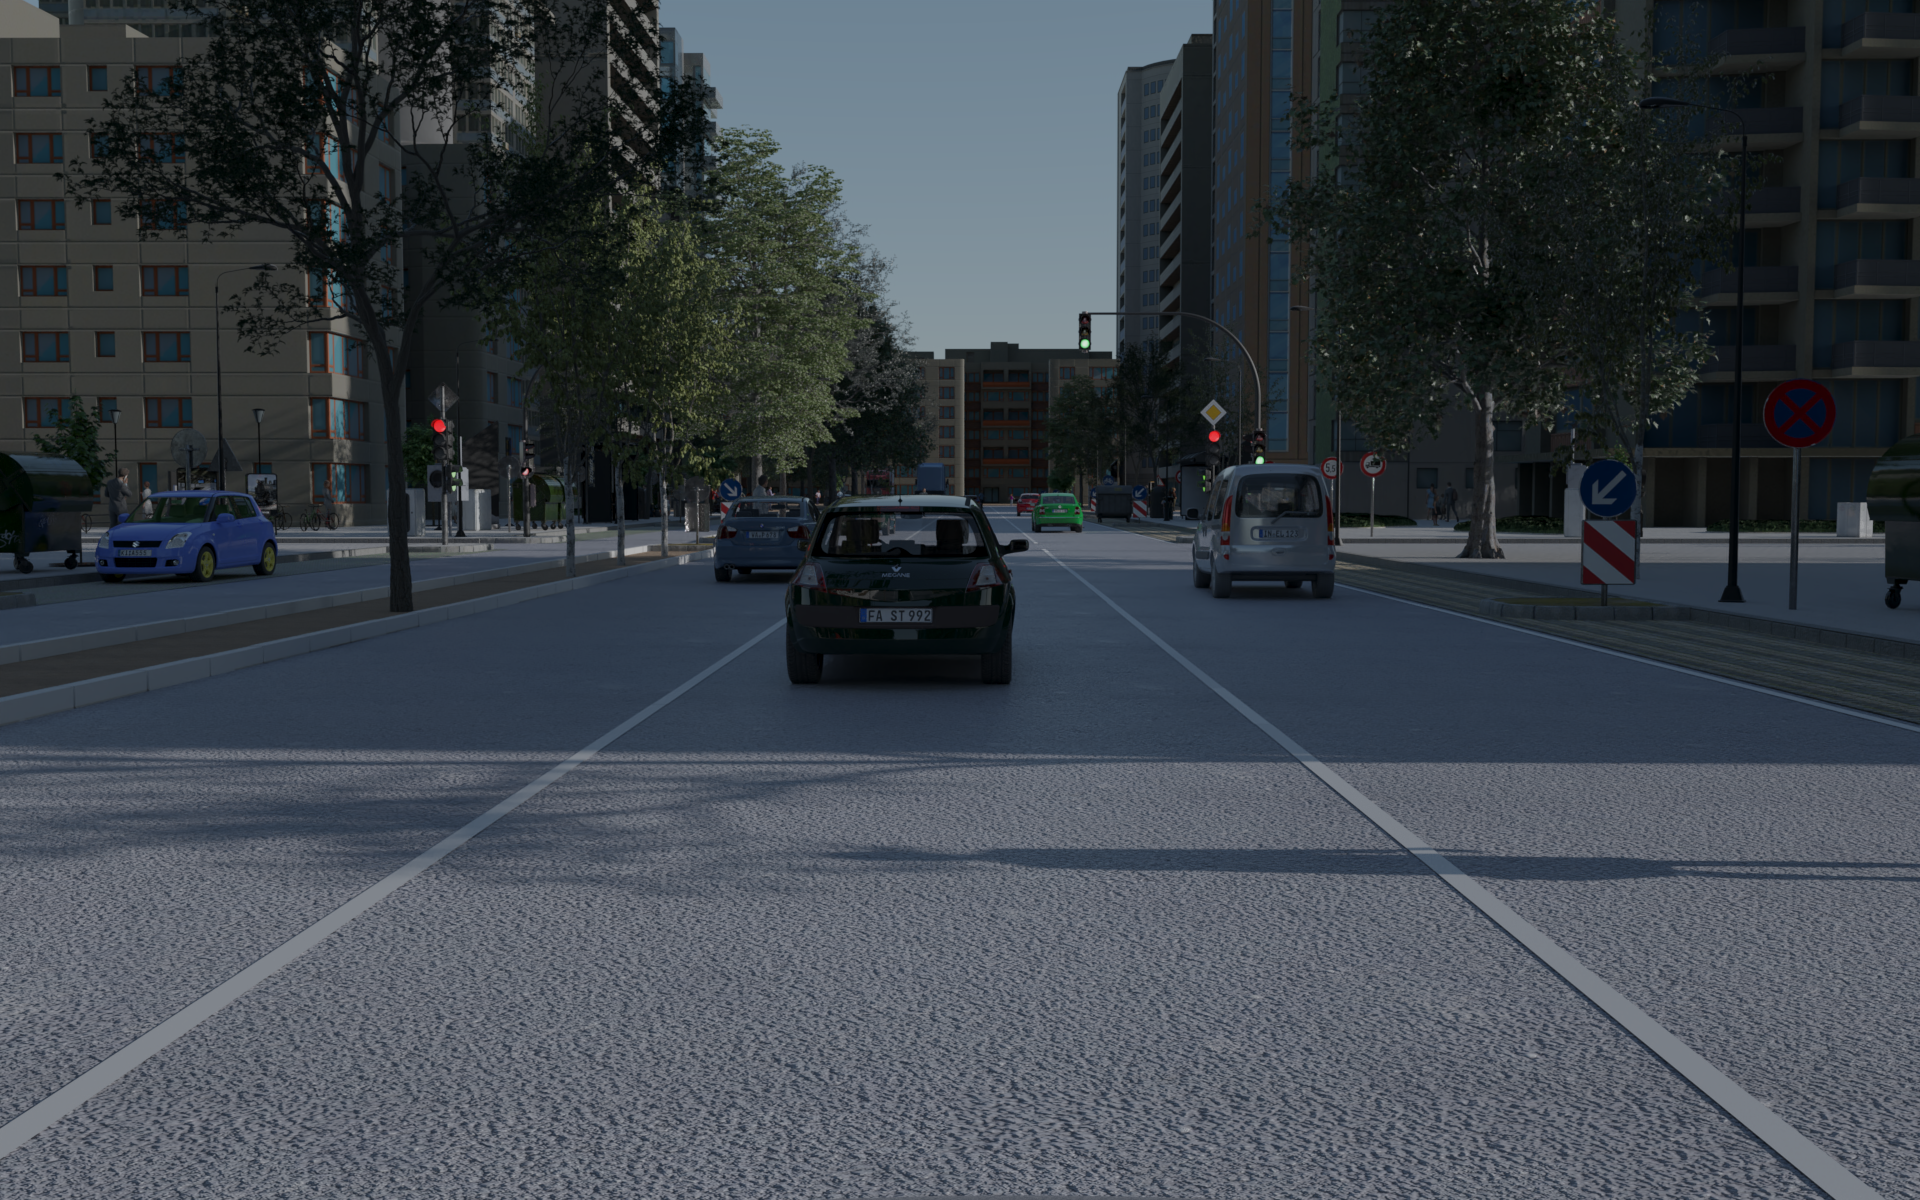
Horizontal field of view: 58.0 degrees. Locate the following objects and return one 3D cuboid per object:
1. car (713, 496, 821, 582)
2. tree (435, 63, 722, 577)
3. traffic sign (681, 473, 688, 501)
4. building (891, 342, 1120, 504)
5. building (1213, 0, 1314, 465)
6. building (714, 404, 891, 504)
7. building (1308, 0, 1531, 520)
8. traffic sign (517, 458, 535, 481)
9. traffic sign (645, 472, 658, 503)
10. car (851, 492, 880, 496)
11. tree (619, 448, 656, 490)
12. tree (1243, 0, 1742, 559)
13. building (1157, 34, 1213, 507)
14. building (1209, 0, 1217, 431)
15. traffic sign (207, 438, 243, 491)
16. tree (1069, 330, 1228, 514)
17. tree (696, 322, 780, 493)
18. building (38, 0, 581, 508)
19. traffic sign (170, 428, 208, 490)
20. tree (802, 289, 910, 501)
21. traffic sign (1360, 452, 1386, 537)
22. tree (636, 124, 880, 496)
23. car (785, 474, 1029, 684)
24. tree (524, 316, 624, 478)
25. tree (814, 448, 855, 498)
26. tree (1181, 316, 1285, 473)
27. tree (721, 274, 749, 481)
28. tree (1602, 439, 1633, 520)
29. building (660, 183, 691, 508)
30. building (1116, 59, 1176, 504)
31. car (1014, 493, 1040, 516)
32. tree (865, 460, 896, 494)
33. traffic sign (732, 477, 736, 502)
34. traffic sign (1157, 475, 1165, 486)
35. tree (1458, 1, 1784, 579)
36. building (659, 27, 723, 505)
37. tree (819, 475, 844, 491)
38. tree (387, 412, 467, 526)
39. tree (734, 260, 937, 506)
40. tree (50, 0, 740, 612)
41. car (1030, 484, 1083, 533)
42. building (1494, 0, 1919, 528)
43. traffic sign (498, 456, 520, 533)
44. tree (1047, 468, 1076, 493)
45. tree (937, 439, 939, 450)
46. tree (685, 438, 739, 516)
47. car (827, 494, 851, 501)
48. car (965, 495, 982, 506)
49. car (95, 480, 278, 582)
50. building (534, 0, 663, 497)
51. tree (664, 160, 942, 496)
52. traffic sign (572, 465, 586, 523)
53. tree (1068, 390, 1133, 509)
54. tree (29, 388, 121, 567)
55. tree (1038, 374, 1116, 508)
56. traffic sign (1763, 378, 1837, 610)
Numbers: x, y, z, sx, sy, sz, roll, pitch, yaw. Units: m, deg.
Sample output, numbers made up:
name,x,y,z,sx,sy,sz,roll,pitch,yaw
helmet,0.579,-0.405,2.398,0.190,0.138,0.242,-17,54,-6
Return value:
name,x,y,z,sx,sy,sz,roll,pitch,yaw
car,-3.131,-1.076,29.601,2.014,1.417,4.499,0,4,0
tree,-6.650,-4.677,29.283,4.737,8.622,4.395,0,3,0
traffic sign,-16.785,-6.444,105.458,0.768,2.556,0.104,0,4,6
building,6.101,-23.877,235.430,28.899,21.520,27.650,0,4,0
building,28.851,-30.061,141.600,14.600,45.320,14.200,0,4,0
building,-22.802,-23.851,234.995,28.899,21.520,27.650,0,4,0
building,25.910,-25.017,92.620,14.154,41.232,14.086,0,4,0
traffic sign,-14.894,-3.613,59.181,0.768,2.556,0.104,1,4,9
traffic sign,-17.494,-6.000,98.212,0.768,2.556,0.104,0,4,2
car,-3.233,-3.141,61.138,2.009,1.686,4.222,0,4,2
tree,-22.228,-8.216,118.047,4.285,4.588,4.351,0,3,0
tree,10.509,-7.188,34.526,9.611,12.733,9.660,0,3,0
building,32.424,-34.026,180.028,21.300,48.544,21.600,0,4,0
building,32.401,-44.038,158.270,20.563,71.187,20.611,0,4,0
traffic sign,-17.065,-2.459,40.207,0.884,2.594,0.081,1,4,9
tree,11.181,-9.978,97.560,8.767,10.594,7.601,1,4,14
tree,-15.210,-13.383,125.470,9.857,13.997,8.962,0,3,0
building,-41.605,-25.832,114.231,32.217,40.220,23.993,0,4,0
traffic sign,-14.989,-2.053,33.670,0.768,2.556,0.104,0,4,8
tree,-6.250,-8.351,73.411,8.767,10.594,7.601,0,4,0
traffic sign,12.353,-3.166,51.872,0.768,2.556,0.104,0,4,6
tree,-6.377,-8.138,53.634,7.486,12.596,7.792,0,3,0
car,-0.419,-0.286,14.459,2.009,1.686,4.222,0,4,1
tree,-15.278,-7.201,68.093,4.360,8.622,3.978,0,3,0
tree,-6.229,-8.540,92.454,4.360,8.622,3.978,0,3,0
tree,11.021,-7.413,71.571,4.360,8.622,3.978,0,3,0
tree,-6.730,-4.972,34.112,4.737,8.622,4.395,0,3,0
tree,23.122,-4.057,60.941,1.663,3.219,1.824,0,3,0
building,-32.533,-23.508,156.055,14.160,30.474,14.107,0,4,0
building,35.635,-42.129,230.808,28.212,58.520,21.231,0,4,0
car,4.580,-6.314,112.268,2.155,1.783,4.494,0,4,2
tree,-5.996,-10.156,118.872,4.737,8.622,4.395,0,3,0
traffic sign,-15.528,-7.249,118.520,0.884,2.594,0.081,0,4,2
traffic sign,13.224,-7.067,115.555,0.884,2.594,0.081,0,4,4
tree,10.017,-4.630,26.057,4.360,8.622,3.978,0,3,0
building,-40.258,-34.219,179.089,30.456,49.044,23.786,0,4,0
tree,-14.877,-13.094,197.807,4.285,4.588,4.351,0,3,0
tree,-21.174,-5.238,69.357,4.285,4.588,4.351,0,3,0
tree,-6.180,-10.047,83.741,9.611,12.733,9.660,0,3,0
tree,-6.745,-5.147,21.028,8.767,10.594,7.601,0,4,0
car,3.652,-3.478,65.658,1.959,1.807,4.718,0,3,0
building,38.854,-25.672,74.354,28.867,44.769,22.147,0,4,0
traffic sign,-15.024,-3.521,57.680,0.768,2.556,0.104,0,4,4
tree,11.690,-13.190,199.366,4.285,4.588,4.351,0,3,0
tree,-6.075,-11.005,99.401,9.611,12.733,9.660,0,3,0
tree,-14.518,-7.163,100.837,4.285,4.588,4.351,0,3,0
car,-8.298,-6.731,122.059,2.014,1.417,4.499,0,4,1
car,0.842,-7.923,142.116,1.945,1.354,3.894,0,4,-1
car,-12.943,-1.190,29.044,1.945,1.707,3.694,0,4,1
building,-36.228,-31.406,137.192,21.300,48.544,21.600,0,4,0
tree,-6.520,-9.212,63.436,12.009,13.543,11.850,0,3,0
traffic sign,-16.673,-4.624,75.704,0.768,2.556,0.104,0,4,7
tree,10.330,-10.572,123.212,4.360,8.622,3.978,0,3,0
tree,-15.636,-2.221,30.912,1.663,3.219,1.824,0,3,0
tree,11.098,-15.054,164.252,7.486,12.596,7.792,0,3,0
traffic sign,9.251,-1.166,19.163,0.768,2.556,0.104,1,4,8
